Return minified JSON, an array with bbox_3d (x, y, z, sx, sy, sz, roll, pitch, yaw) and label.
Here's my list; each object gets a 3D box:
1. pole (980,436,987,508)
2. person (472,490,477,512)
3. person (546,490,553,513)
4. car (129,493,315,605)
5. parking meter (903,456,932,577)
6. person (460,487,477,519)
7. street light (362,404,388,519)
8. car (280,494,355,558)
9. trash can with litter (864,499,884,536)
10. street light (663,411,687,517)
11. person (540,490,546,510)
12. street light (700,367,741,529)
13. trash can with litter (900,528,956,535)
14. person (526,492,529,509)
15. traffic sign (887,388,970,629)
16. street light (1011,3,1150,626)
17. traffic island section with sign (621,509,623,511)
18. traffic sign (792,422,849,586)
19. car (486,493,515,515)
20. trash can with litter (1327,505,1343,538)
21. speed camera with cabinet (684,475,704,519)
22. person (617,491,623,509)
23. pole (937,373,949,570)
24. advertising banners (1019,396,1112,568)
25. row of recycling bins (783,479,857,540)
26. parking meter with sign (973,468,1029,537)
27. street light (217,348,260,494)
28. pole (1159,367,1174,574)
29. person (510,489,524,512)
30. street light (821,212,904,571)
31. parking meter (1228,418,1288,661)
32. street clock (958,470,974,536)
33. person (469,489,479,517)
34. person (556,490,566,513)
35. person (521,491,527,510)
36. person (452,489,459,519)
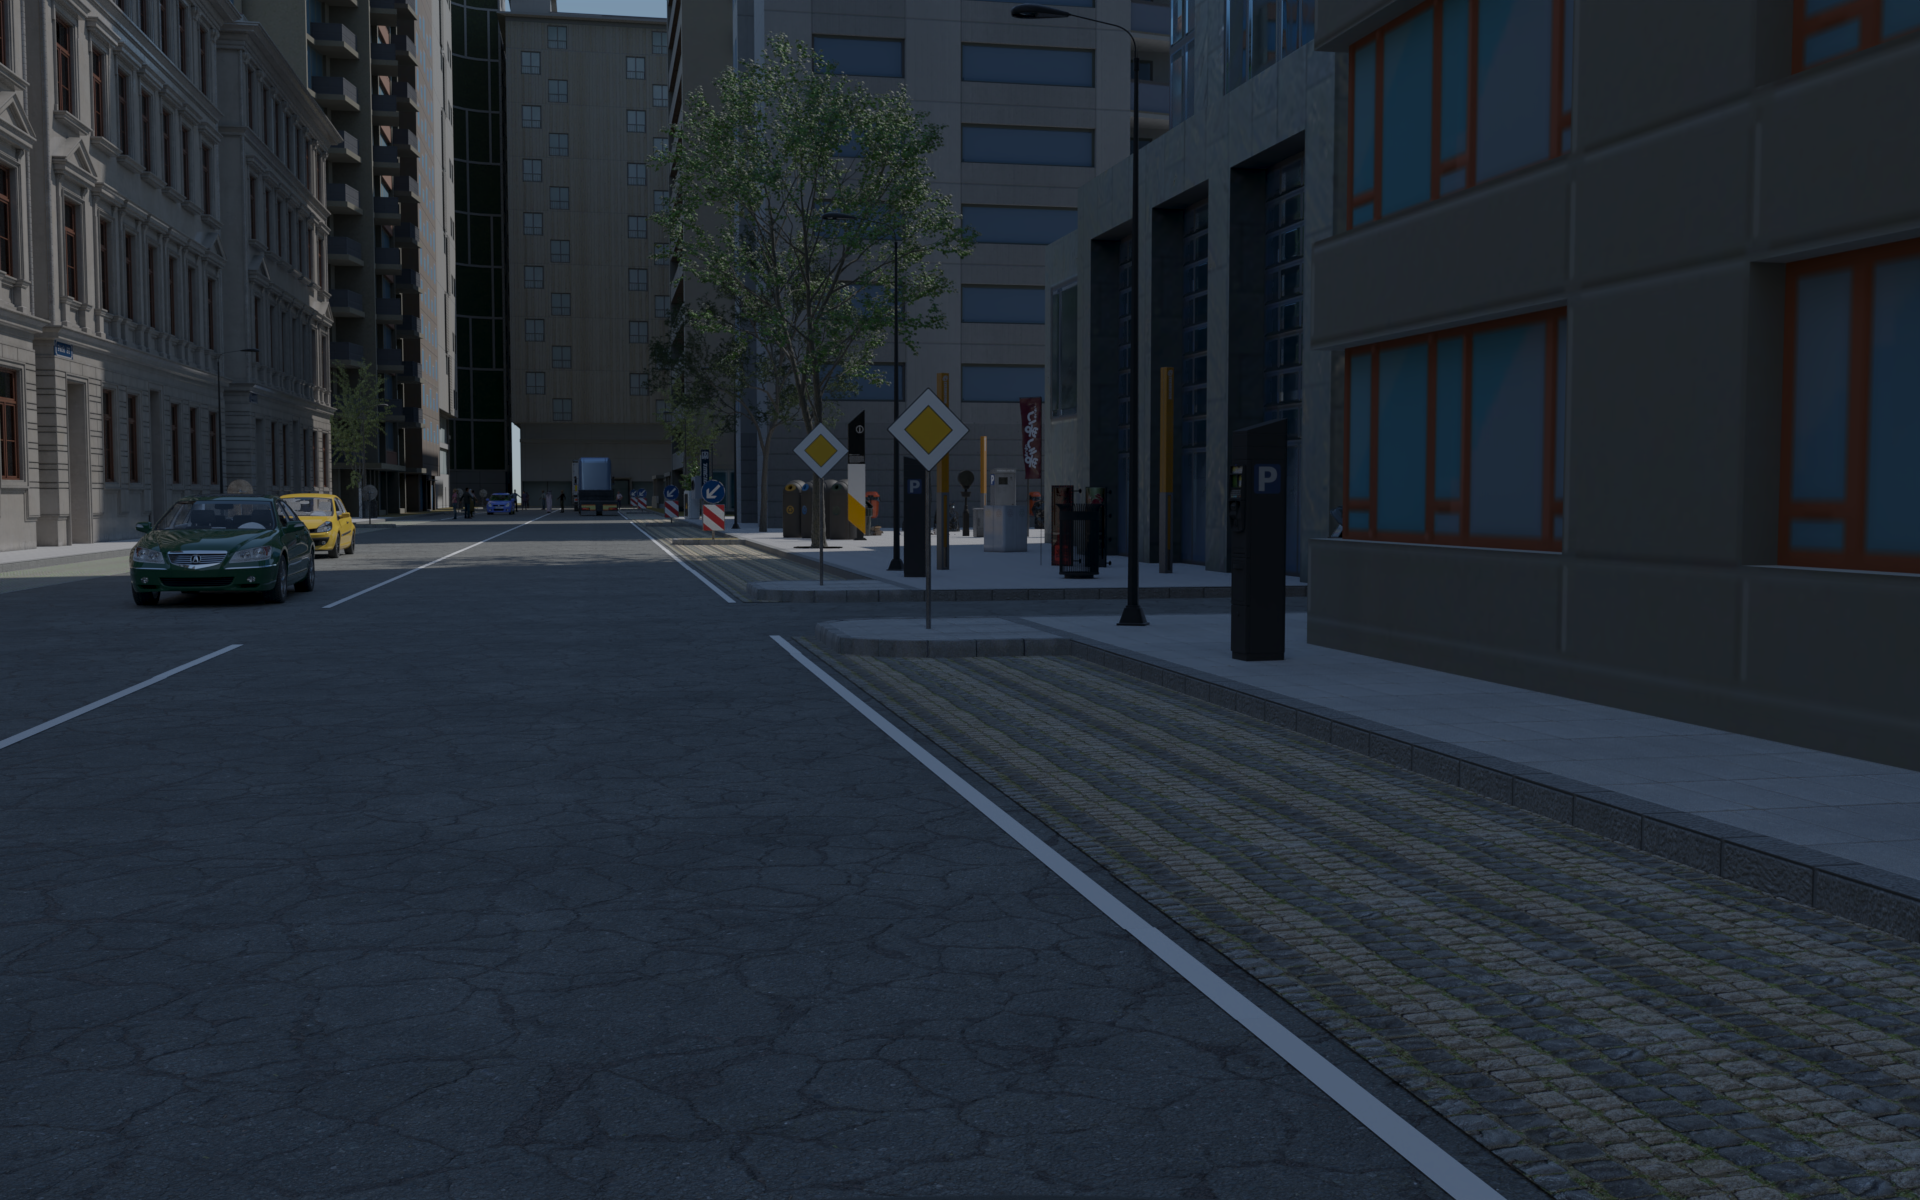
[{"bbox_3d":[0.829,-4.119,61.183,0.158,3.312,0.155,0,3,0],"label":"pole"},{"bbox_3d":[-36.593,-7.418,130.486,0.721,1.736,1.217,-3,4,-36],"label":"person"},{"bbox_3d":[-30.643,-7.348,129.311,0.551,1.740,0.621,0,4,-2],"label":"person"},{"bbox_3d":[-10.101,-0.744,23.957,2.131,1.459,4.920,-1,4,-13],"label":"car"},{"bbox_3d":[-0.657,-1.286,26.735,0.399,1.863,0.255,1,4,13],"label":"parking meter"},{"bbox_3d":[-28.666,-5.645,100.825,1.348,1.821,0.705,2,4,29],"label":"person"},{"bbox_3d":[-30.199,-7.148,89.412,1.470,5.913,1.316,-1,4,-12],"label":"street light"},{"bbox_3d":[-14.941,-1.798,39.624,2.015,1.641,3.980,-1,4,-12],"label":"car"},{"bbox_3d":[-2.854,-2.554,53.150,0.624,1.170,1.055,2,4,35],"label":"trash can with litter"},{"bbox_3d":[-15.991,-7.647,97.565,1.470,5.913,1.316,-1,4,-12],"label":"street light"},{"bbox_3d":[-38.600,-9.282,160.347,0.705,1.814,1.350,-2,4,-34],"label":"person"},{"bbox_3d":[-8.786,-5.563,63.499,1.470,5.913,1.316,-1,4,-12],"label":"street light"},{"bbox_3d":[-1.145,-2.689,55.017,1.678,1.210,2.233,-1,4,-14],"label":"trash can with litter"},{"bbox_3d":[-42.812,-9.867,171.293,0.415,1.643,0.593,-1,4,-17],"label":"person"},{"bbox_3d":[-0.303,-0.782,16.431,0.795,2.450,0.064,-1,4,-12],"label":"traffic sign"},{"bbox_3d":[1.165,-2.700,16.690,1.470,5.913,1.316,-1,4,-12],"label":"street light"},{"bbox_3d":[-28.478,-8.684,150.613,1.989,1.847,2.006,-1,4,-12],"label":"traffic island section with sign"},{"bbox_3d":[-1.947,-1.260,24.245,0.795,2.450,0.064,-1,4,-12],"label":"traffic sign"},{"bbox_3d":[-31.901,-6.773,120.332,1.945,1.707,3.694,-1,4,-10],"label":"car"},{"bbox_3d":[4.173,-0.366,17.371,0.624,1.170,1.055,-2,4,-27],"label":"trash can with litter"},{"bbox_3d":[-13.501,-5.733,88.068,0.660,3.252,2.038,-2,4,-24],"label":"speed camera with cabinet"},{"bbox_3d":[-32.014,-9.358,162.433,0.756,1.711,0.436,3,5,43],"label":"person"},{"bbox_3d":[-0.289,-2.166,29.252,0.158,3.312,0.155,0,3,0],"label":"pole"},{"bbox_3d":[1.845,-2.115,30.767,2.074,3.025,0.090,3,5,42],"label":"advertising banners"},{"bbox_3d":[-3.990,-2.618,49.920,1.069,1.692,3.534,-2,4,-35],"label":"row of recycling bins"},{"bbox_3d":[1.263,-3.386,51.622,1.738,3.016,0.543,-1,4,-19],"label":"parking meter with sign"},{"bbox_3d":[-23.013,-5.058,55.234,1.470,5.913,1.316,-1,4,-12],"label":"street light"},{"bbox_3d":[3.334,-2.086,27.953,0.158,3.312,0.155,0,3,0],"label":"pole"},{"bbox_3d":[-35.879,-8.026,139.718,1.348,1.826,0.705,-2,4,-35],"label":"person"},{"bbox_3d":[-1.594,-3.441,28.810,1.470,5.913,1.316,-1,4,-12],"label":"street light"},{"bbox_3d":[2.295,-0.468,13.369,0.399,1.863,0.255,-1,4,-17],"label":"parking meter"},{"bbox_3d":[0.181,-2.942,52.676,0.471,2.002,0.358,-1,4,-13],"label":"street clock"},{"bbox_3d":[-30.052,-5.955,106.597,0.721,1.736,1.217,1,4,22],"label":"person"},{"bbox_3d":[-30.526,-7.557,132.584,0.721,1.766,1.217,1,4,19],"label":"person"},{"bbox_3d":[-39.109,-8.934,155.483,0.541,1.710,0.530,0,4,-8],"label":"person"},{"bbox_3d":[-28.773,-5.451,98.348,0.721,1.743,1.217,-1,4,-14],"label":"person"}]
